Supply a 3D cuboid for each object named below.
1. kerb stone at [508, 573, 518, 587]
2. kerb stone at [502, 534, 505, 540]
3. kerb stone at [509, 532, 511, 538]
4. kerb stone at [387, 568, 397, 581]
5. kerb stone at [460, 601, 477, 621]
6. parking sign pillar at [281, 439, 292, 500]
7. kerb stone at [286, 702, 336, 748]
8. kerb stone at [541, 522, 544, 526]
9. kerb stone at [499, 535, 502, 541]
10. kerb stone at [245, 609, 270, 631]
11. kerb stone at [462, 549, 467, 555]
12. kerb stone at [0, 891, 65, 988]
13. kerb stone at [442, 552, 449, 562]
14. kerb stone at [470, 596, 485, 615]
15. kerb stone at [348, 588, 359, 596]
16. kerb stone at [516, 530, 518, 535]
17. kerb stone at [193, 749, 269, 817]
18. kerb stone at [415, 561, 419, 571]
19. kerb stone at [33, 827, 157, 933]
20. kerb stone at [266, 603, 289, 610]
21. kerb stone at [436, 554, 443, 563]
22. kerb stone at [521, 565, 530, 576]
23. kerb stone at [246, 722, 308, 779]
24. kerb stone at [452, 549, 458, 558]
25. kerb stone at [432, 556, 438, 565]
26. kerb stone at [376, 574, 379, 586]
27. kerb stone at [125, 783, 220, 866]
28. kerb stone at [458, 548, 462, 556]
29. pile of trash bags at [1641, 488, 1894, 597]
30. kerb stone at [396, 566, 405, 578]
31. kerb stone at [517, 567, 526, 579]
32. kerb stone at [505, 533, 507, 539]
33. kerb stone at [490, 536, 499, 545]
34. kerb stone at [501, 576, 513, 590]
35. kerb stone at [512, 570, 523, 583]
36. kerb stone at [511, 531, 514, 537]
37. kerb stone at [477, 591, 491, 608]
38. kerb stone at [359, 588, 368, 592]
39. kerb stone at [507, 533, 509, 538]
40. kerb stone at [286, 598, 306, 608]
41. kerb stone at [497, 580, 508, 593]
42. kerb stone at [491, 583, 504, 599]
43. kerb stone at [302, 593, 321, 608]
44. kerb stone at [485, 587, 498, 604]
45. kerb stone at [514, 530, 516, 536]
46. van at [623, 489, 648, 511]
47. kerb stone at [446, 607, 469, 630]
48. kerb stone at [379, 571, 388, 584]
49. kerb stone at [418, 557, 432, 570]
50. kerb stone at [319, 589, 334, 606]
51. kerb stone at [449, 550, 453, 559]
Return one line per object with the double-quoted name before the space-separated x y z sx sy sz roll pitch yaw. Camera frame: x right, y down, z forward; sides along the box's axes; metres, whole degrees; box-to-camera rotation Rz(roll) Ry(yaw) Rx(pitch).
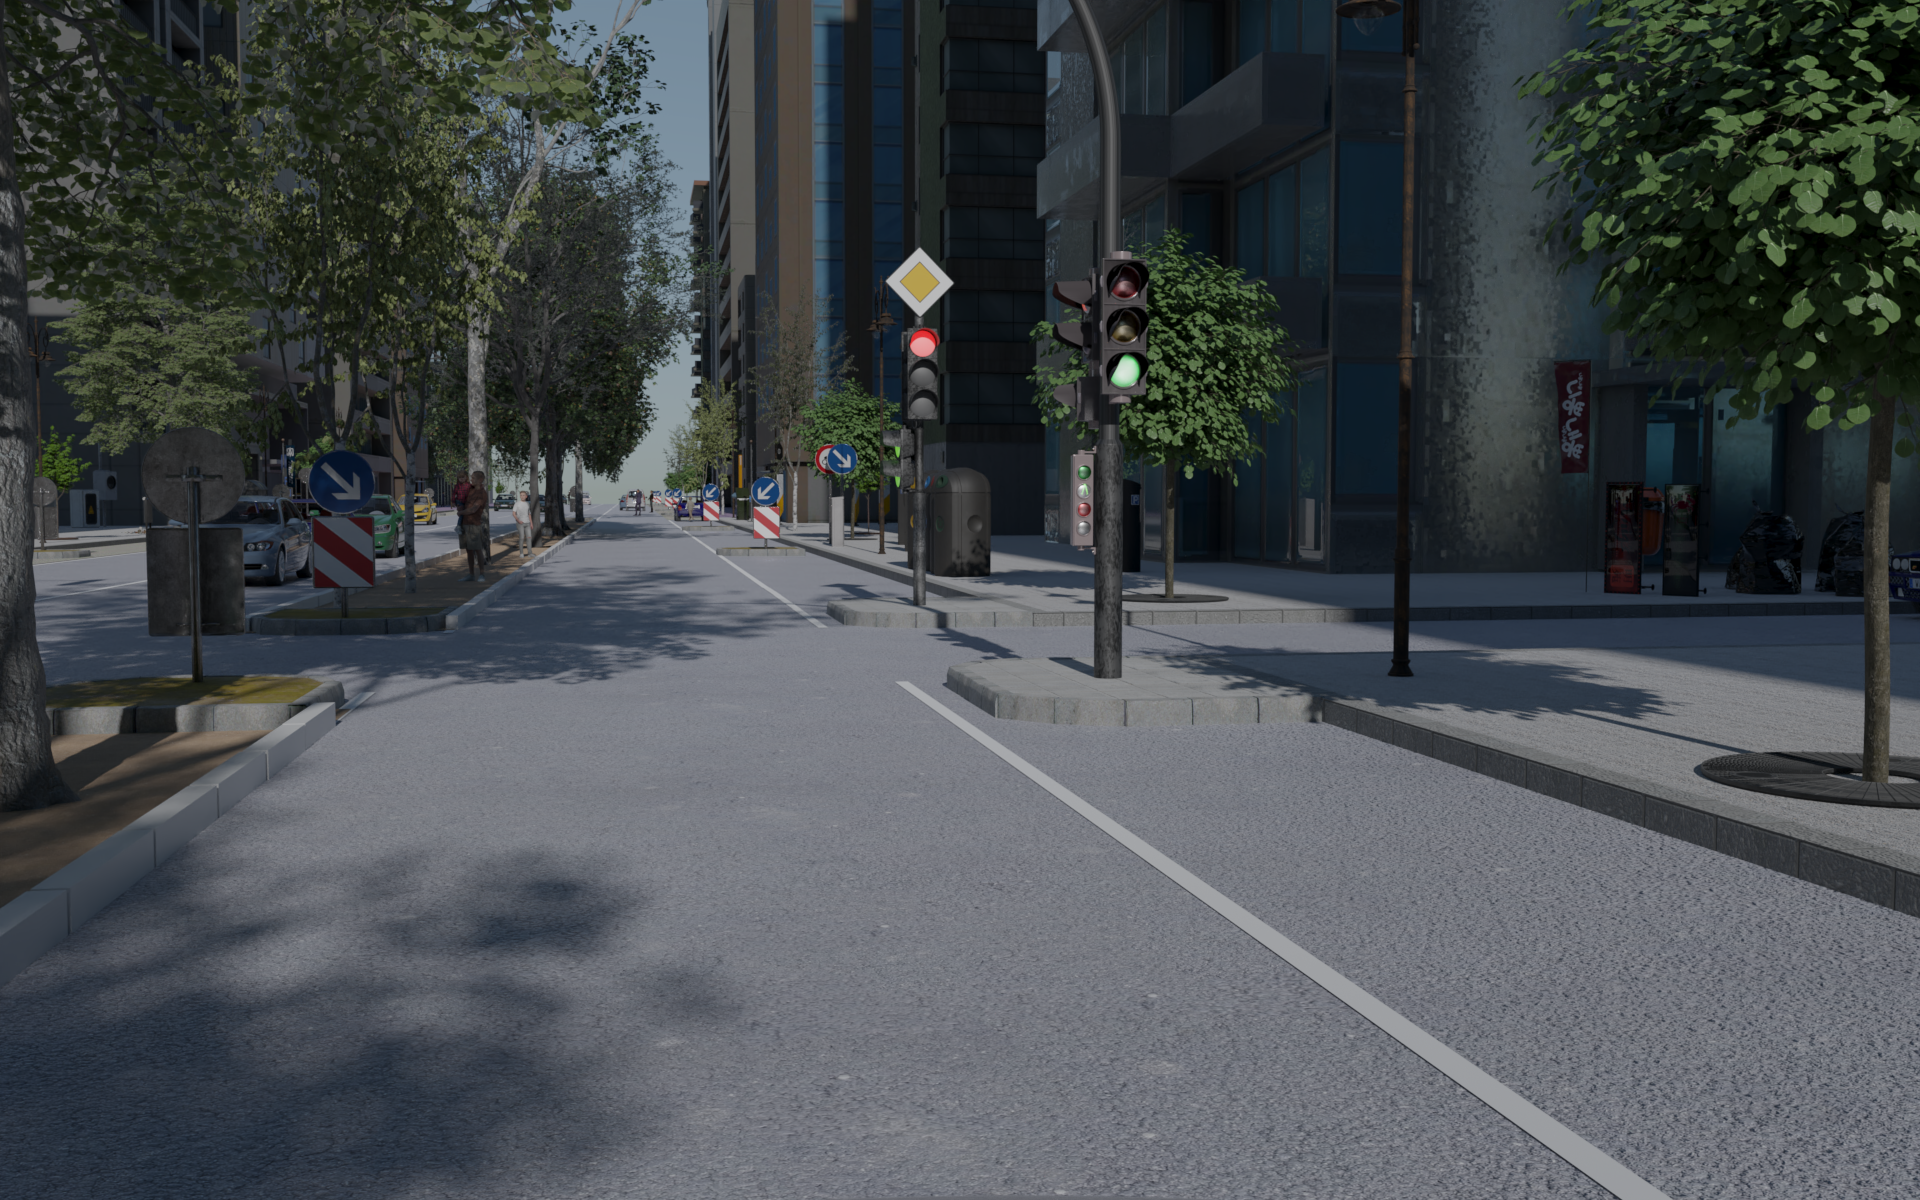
"kerb stone" -6.968 -0.280 26.770 0.120 0.150 1.000 -1 4 -11
"kerb stone" -14.012 -1.861 52.618 0.120 0.150 1.000 -1 4 -11
"kerb stone" -14.590 -2.041 55.641 0.120 0.150 1.000 -1 4 -11
"kerb stone" -9.423 -0.384 28.469 0.120 0.150 1.000 -1 4 -11
"kerb stone" -5.632 0.151 19.726 0.120 0.150 1.000 -1 4 -11
"parking sign pillar" -32.957 -5.896 84.875 1.447 3.967 1.447 -1 4 -18
"kerb stone" -3.812 0.736 10.164 0.120 0.150 1.000 -1 4 -11
"kerb stone" -19.361 -3.584 80.801 0.120 0.150 1.000 -1 4 -11
"kerb stone" -13.821 -1.799 51.614 0.120 0.150 1.000 -1 4 -11
"kerb stone" -7.515 0.233 18.416 0.120 0.150 1.000 -1 4 -11
"kerb stone" -11.721 -1.121 40.555 0.120 0.150 1.000 -1 4 -11
"kerb stone" -2.862 1.045 5.116 0.120 0.150 1.000 -1 4 -11
"kerb stone" -10.952 -0.876 36.523 0.120 0.150 1.000 -1 4 -11
"kerb stone" -5.822 0.093 20.730 0.120 0.150 1.000 -1 4 -11
"kerb stone" -8.666 -0.137 24.441 0.120 0.150 1.000 -1 4 -11
"kerb stone" -15.163 -2.227 58.658 0.120 0.150 1.000 -1 4 -11
"kerb stone" -3.431 0.860 8.142 0.120 0.150 1.000 -1 4 -11
"kerb stone" -9.998 -0.569 31.491 0.120 0.150 1.000 -1 4 -11
"kerb stone" -3.050 0.983 6.124 0.120 0.150 1.000 -1 4 -11
"kerb stone" -7.714 0.170 19.418 0.120 0.150 1.000 -1 4 -11
"kerb stone" -10.766 -0.814 35.518 0.120 0.150 1.000 -1 4 -11
"kerb stone" -7.542 -0.459 29.799 0.120 0.150 1.000 -1 4 -11
"kerb stone" -3.619 0.798 9.160 0.120 0.150 1.000 -1 4 -11
"kerb stone" -11.339 -0.997 38.542 0.120 0.150 1.000 -1 4 -11
"kerb stone" -10.577 -0.752 34.504 0.120 0.150 1.000 -1 4 -11
"kerb stone" -9.045 -0.261 26.460 0.120 0.150 1.000 -1 4 -11
"kerb stone" -3.239 0.921 7.129 0.120 0.150 1.000 -1 4 -11
"kerb stone" -11.537 -1.061 39.544 0.120 0.150 1.000 -1 4 -11
"pile of trash bags" 10.516 -0.805 22.921 3.447 1.369 1.912 2 4 33
"kerb stone" -9.625 -0.444 29.481 0.120 0.150 1.000 -1 4 -11
"kerb stone" -7.351 -0.403 28.785 0.120 0.150 1.000 -1 4 -11
"kerb stone" -14.200 -1.916 53.623 0.120 0.150 1.000 -1 4 -11
"kerb stone" -13.632 -1.738 50.610 0.120 0.150 1.000 -1 4 -11
"kerb stone" -6.777 -0.218 25.759 0.120 0.150 1.000 -1 4 -11
"kerb stone" -7.150 -0.342 27.782 0.120 0.150 1.000 -1 4 -11
"kerb stone" -14.777 -2.107 56.650 0.120 0.150 1.000 -1 4 -11
"kerb stone" -6.016 0.028 21.733 0.120 0.150 1.000 -1 4 -11
"kerb stone" -8.845 -0.199 25.452 0.120 0.150 1.000 -1 4 -11
"kerb stone" -14.392 -1.984 54.627 0.120 0.150 1.000 -1 4 -11
"kerb stone" -7.901 0.110 20.423 0.120 0.150 1.000 -1 4 -11
"kerb stone" -6.589 -0.156 24.754 0.120 0.150 1.000 -1 4 -11
"kerb stone" -6.387 -0.095 23.752 0.120 0.150 1.000 -1 4 -11
"kerb stone" -8.093 0.047 21.429 0.120 0.150 1.000 -1 4 -11
"kerb stone" -6.204 -0.034 22.747 0.120 0.150 1.000 -1 4 -11
"kerb stone" -14.963 -2.169 57.655 0.120 0.150 1.000 -1 4 -11
"van" -27.437 -8.527 146.433 2.013 2.044 4.112 -1 4 -11
"kerb stone" -5.443 0.212 18.722 0.120 0.150 1.000 -1 4 -11
"kerb stone" -9.240 -0.321 27.464 0.120 0.150 1.000 -1 4 -11
"kerb stone" -10.382 -0.691 33.500 0.120 0.150 1.000 -1 4 -11
"kerb stone" -8.275 -0.010 22.435 0.120 0.150 1.000 -1 4 -11
"kerb stone" -11.150 -0.935 37.530 0.120 0.150 1.000 -1 4 -11
